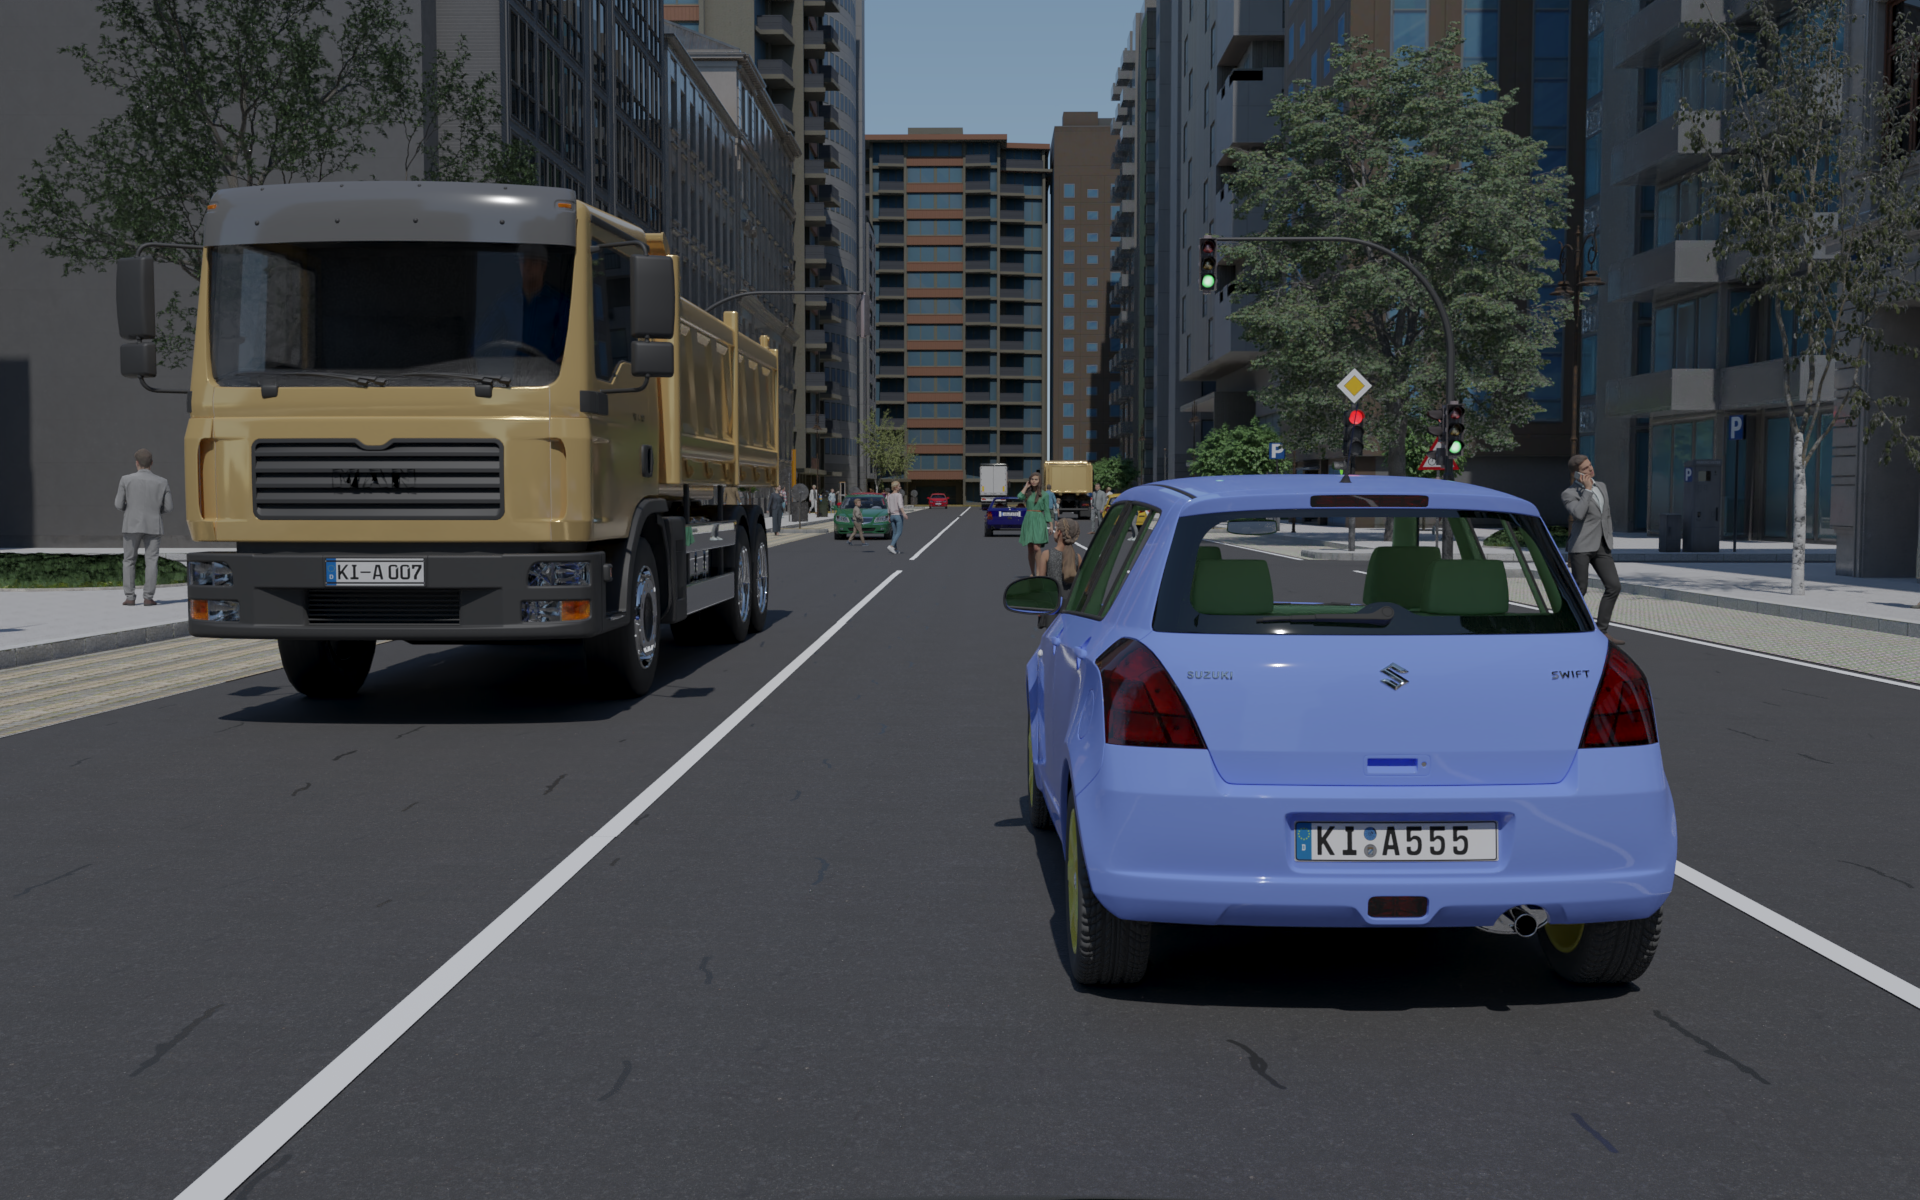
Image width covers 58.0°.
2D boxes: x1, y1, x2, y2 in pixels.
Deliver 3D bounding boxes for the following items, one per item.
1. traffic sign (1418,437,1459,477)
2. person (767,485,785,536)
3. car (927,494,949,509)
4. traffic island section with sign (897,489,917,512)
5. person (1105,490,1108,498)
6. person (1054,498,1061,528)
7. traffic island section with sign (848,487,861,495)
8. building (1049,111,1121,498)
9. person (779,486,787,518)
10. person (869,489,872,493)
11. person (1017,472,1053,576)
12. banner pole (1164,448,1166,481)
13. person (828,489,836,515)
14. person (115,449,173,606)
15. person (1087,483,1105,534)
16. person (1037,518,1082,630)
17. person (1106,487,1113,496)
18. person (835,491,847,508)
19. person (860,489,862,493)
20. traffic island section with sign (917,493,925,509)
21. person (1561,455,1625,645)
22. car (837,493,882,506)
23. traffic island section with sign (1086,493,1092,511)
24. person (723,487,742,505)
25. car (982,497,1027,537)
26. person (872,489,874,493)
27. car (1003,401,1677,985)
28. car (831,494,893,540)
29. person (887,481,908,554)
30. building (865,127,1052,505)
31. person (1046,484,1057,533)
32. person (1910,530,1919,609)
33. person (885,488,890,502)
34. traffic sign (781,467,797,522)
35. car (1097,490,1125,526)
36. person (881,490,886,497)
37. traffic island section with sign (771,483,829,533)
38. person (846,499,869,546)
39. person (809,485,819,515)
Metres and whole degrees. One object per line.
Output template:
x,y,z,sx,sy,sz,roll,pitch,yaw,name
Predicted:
10.525,-2.334,38.160,0.884,2.594,0.081,0,4,5,traffic sign
-6.291,-3.073,59.170,0.534,1.772,0.576,3,4,37,person
-2.123,-9.772,168.809,2.155,1.783,4.494,0,4,-1,car
-4.759,-8.091,140.912,1.989,1.847,2.006,0,4,1,traffic island section with sign
8.466,-5.418,97.359,0.573,1.790,0.520,3,5,39,person
4.026,-3.620,72.363,0.352,1.250,0.332,0,4,2,person
-5.471,-5.015,90.617,1.989,1.847,2.006,0,4,1,traffic island section with sign
17.991,-34.004,206.074,14.200,45.320,14.600,0,4,1,building
-9.466,-5.212,92.092,0.563,1.720,0.643,3,4,36,person
-7.911,-9.090,155.187,0.721,1.766,1.217,-3,5,-44,person
1.267,-1.238,28.989,0.600,1.795,0.529,0,4,5,person
11.283,-6.435,95.226,0.401,3.779,0.863,1,4,12,banner pole
-7.838,-6.021,106.296,0.589,1.601,0.330,-2,4,-32,person
-9.422,-0.840,19.970,0.606,1.804,0.583,-2,4,-35,person
4.899,-3.252,61.773,0.635,1.810,0.391,2,4,34,person
0.750,0.009,13.024,0.362,1.253,0.373,0,4,-6,person
8.073,-5.166,93.186,0.478,1.798,0.641,-2,4,-30,person
-8.752,-7.384,126.780,1.348,1.824,0.705,0,4,-6,person
-8.258,-8.252,141.755,0.721,1.735,1.217,-3,4,-37,person
-4.377,-9.761,168.221,1.989,1.847,2.006,0,4,1,traffic island section with sign
6.021,-0.477,16.478,0.592,1.802,0.473,0,4,-7,person
-3.644,-3.549,67.067,2.155,1.783,4.494,0,4,1,car
10.269,-8.084,140.806,1.989,1.847,2.006,0,4,1,traffic island section with sign
-8.383,-3.543,63.890,0.656,1.842,0.836,-1,4,-17,person
1.719,-2.854,59.243,1.945,1.354,3.894,0,4,2,car
-8.276,-9.597,163.675,0.721,1.735,1.217,0,4,-1,person
1.139,0.198,6.362,1.945,1.707,3.694,0,4,-1,car
-3.069,-2.693,55.830,2.131,1.459,4.920,0,4,-1,car
-1.535,-1.970,41.374,0.731,1.740,0.598,2,4,34,person
-3.581,-33.957,209.820,28.867,44.769,22.147,0,4,1,building
3.183,-3.279,62.459,0.601,1.785,0.444,1,4,14,person
10.895,-0.789,19.174,0.478,1.798,0.641,-2,4,-32,person
-3.386,-4.526,83.335,0.643,1.720,0.563,-1,4,-22,person
-7.906,-4.900,80.227,0.768,2.556,0.104,1,4,10,traffic sign
6.308,-3.511,67.623,2.015,1.641,3.980,0,4,1,car
-7.633,-10.163,172.883,1.217,1.739,0.721,0,4,7,person
-5.862,-3.366,63.665,1.989,1.847,2.006,0,4,1,traffic island section with sign
-2.856,-2.162,48.124,0.640,1.303,0.475,-2,4,-27,person
-9.069,-6.204,107.362,0.514,1.842,0.818,-3,4,-39,person
